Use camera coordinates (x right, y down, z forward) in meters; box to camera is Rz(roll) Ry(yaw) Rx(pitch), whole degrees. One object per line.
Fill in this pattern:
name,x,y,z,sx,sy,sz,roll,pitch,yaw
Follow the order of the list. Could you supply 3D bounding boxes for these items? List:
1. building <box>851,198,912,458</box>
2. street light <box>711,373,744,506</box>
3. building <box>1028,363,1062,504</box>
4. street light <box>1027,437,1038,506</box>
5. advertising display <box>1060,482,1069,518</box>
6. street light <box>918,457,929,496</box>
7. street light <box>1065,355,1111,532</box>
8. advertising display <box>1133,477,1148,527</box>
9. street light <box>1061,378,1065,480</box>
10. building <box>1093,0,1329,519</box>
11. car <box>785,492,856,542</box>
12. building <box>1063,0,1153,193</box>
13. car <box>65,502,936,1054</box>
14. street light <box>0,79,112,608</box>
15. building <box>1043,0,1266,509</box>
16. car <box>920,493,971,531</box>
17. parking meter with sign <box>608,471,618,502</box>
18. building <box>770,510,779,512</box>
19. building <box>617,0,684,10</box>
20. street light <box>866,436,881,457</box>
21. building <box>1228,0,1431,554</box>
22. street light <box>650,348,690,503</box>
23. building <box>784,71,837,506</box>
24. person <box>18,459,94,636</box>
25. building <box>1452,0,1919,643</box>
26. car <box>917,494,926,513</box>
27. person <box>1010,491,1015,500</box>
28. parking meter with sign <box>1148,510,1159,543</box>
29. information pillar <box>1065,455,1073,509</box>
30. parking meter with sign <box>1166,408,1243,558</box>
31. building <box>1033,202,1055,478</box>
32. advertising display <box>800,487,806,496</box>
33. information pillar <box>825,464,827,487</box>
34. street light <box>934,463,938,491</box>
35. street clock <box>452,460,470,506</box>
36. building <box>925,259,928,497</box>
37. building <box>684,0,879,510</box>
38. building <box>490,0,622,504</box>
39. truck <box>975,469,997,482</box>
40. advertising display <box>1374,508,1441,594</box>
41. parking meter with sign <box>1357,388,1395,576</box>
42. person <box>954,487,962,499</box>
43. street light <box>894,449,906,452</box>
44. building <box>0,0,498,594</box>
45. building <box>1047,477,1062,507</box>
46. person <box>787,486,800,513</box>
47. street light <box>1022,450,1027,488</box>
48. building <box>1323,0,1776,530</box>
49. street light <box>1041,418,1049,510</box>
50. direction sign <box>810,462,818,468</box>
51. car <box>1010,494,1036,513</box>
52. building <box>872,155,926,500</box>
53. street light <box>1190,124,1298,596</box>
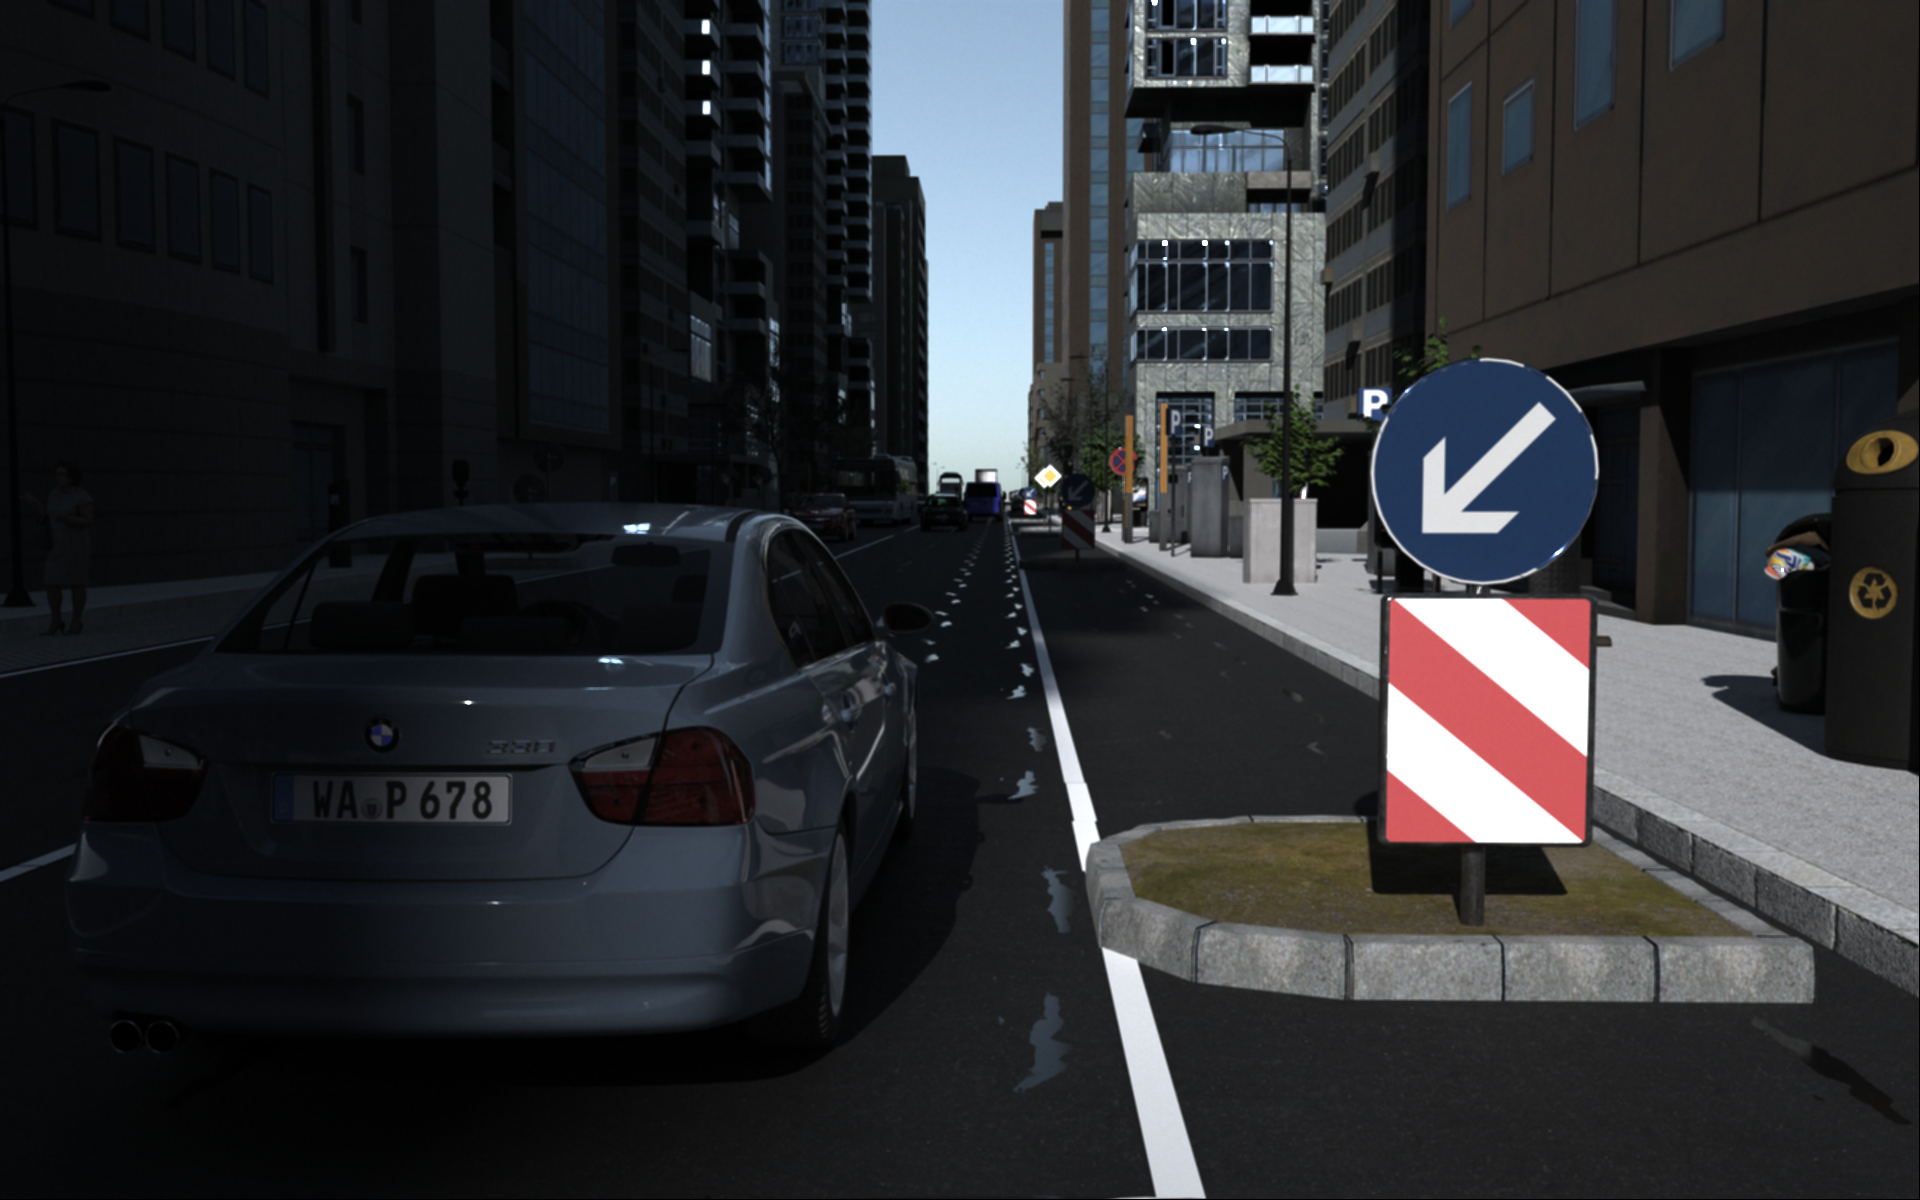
building,-13.785,-33.596,232.887,14.154,41.232,14.086,0,4,1
street light,-8.951,-5.735,66.311,1.470,5.913,1.316,0,4,1
building,25.317,-26.986,286.263,27.650,21.520,28.899,0,4,1
street light,6.566,-10.587,145.642,1.470,5.913,1.316,0,4,1
advertising display,5.654,-5.410,93.672,0.123,1.923,0.974,-1,4,-23
street light,-5.193,-15.503,226.015,1.470,5.913,1.316,0,4,1
street light,4.365,-5.223,57.932,1.470,5.913,1.316,0,4,1
advertising display,6.837,-3.787,67.139,0.974,1.923,0.123,2,4,33
street light,4.717,-5.921,69.357,1.470,5.913,1.316,0,4,1
building,18.554,-48.245,101.480,22.319,86.520,31.000,0,4,1
car,-4.209,-2.683,52.908,2.155,1.783,4.494,0,4,1
building,15.073,-29.557,133.374,14.600,45.320,14.200,0,4,1
car,-1.116,0.379,5.800,2.014,1.417,4.499,0,4,2
street light,-10.194,-2.875,19.549,1.470,5.913,1.316,0,4,1
building,21.201,-54.182,198.541,22.319,86.520,31.000,0,4,1
car,-0.604,-3.571,68.168,2.009,1.686,4.222,0,4,3
parking meter with sign,-11.923,-3.807,58.503,1.738,3.016,0.543,3,5,43
building,-23.148,-48.944,112.910,22.319,86.520,31.000,0,4,1
building,-25.731,-23.641,78.406,32.217,40.220,23.993,0,4,1
street light,-7.172,-10.416,142.848,1.470,5.913,1.316,0,4,1
building,22.836,-21.529,43.885,32.217,40.220,23.993,0,4,1
street light,-9.286,-5.057,55.223,1.470,5.913,1.316,0,4,1
building,-24.679,-28.237,153.562,32.217,40.220,23.993,0,4,1
person,-9.115,-0.524,17.426,0.716,1.782,0.532,1,4,14
building,13.525,-22.434,16.902,14.600,45.320,14.200,0,4,1
car,-3.109,-6.689,119.157,2.009,1.686,4.222,0,4,-1
person,4.550,-8.270,144.648,0.436,1.711,0.756,-3,5,-44
parking meter with sign,5.705,-2.979,44.967,1.738,3.016,0.543,3,5,40
information pillar,6.385,-6.732,101.429,0.504,3.616,0.183,1,4,20
parking meter with sign,5.049,-2.367,34.969,1.738,3.016,0.543,2,4,34
building,18.140,-37.559,264.195,14.600,45.320,14.200,0,4,1
advertising display,-11.133,-7.339,125.214,0.974,1.923,0.123,2,4,24
information pillar,-10.361,-8.731,134.098,0.183,3.616,0.504,-1,4,-8
street light,-4.202,-17.696,261.864,1.470,5.913,1.316,0,4,1
street clock,-10.573,-1.967,36.725,0.358,2.002,0.471,-2,4,-34
building,-12.705,-37.294,293.348,14.154,41.232,14.086,0,4,1
building,-19.260,-53.030,179.708,22.319,86.520,31.000,0,4,1
building,-18.281,-24.366,48.500,14.200,45.320,14.600,0,4,1
truck,3.072,-12.984,201.205,2.839,4.237,11.283,0,4,1
advertising display,5.805,-1.046,22.324,0.974,1.923,0.123,-1,4,-16
parking meter with sign,6.776,-1.922,27.684,0.543,3.016,1.738,0,4,2
person,-0.128,-5.318,95.626,0.511,1.800,0.466,0,4,6
street light,-6.292,-12.634,179.100,1.470,5.913,1.316,0,4,1
building,-21.838,-29.592,25.828,21.231,58.520,28.212,0,4,1
building,25.020,-29.390,172.408,32.217,40.220,23.993,0,4,1
person,-6.977,-3.951,73.460,0.716,1.782,0.532,0,4,5
street light,7.525,-12.769,181.315,1.470,5.913,1.316,0,4,1
building,23.788,-25.844,72.657,14.200,45.320,14.600,0,4,1
street light,5.725,-8.117,105.247,1.470,5.913,1.316,0,4,1
direction sign,-10.418,-8.013,123.004,0.876,3.537,0.379,3,4,39
car,4.657,-7.288,127.953,1.959,1.807,4.718,0,4,0
building,-16.123,-38.365,250.964,21.300,48.544,21.600,0,4,1
street light,3.589,-3.018,21.889,1.470,5.913,1.316,0,4,1
